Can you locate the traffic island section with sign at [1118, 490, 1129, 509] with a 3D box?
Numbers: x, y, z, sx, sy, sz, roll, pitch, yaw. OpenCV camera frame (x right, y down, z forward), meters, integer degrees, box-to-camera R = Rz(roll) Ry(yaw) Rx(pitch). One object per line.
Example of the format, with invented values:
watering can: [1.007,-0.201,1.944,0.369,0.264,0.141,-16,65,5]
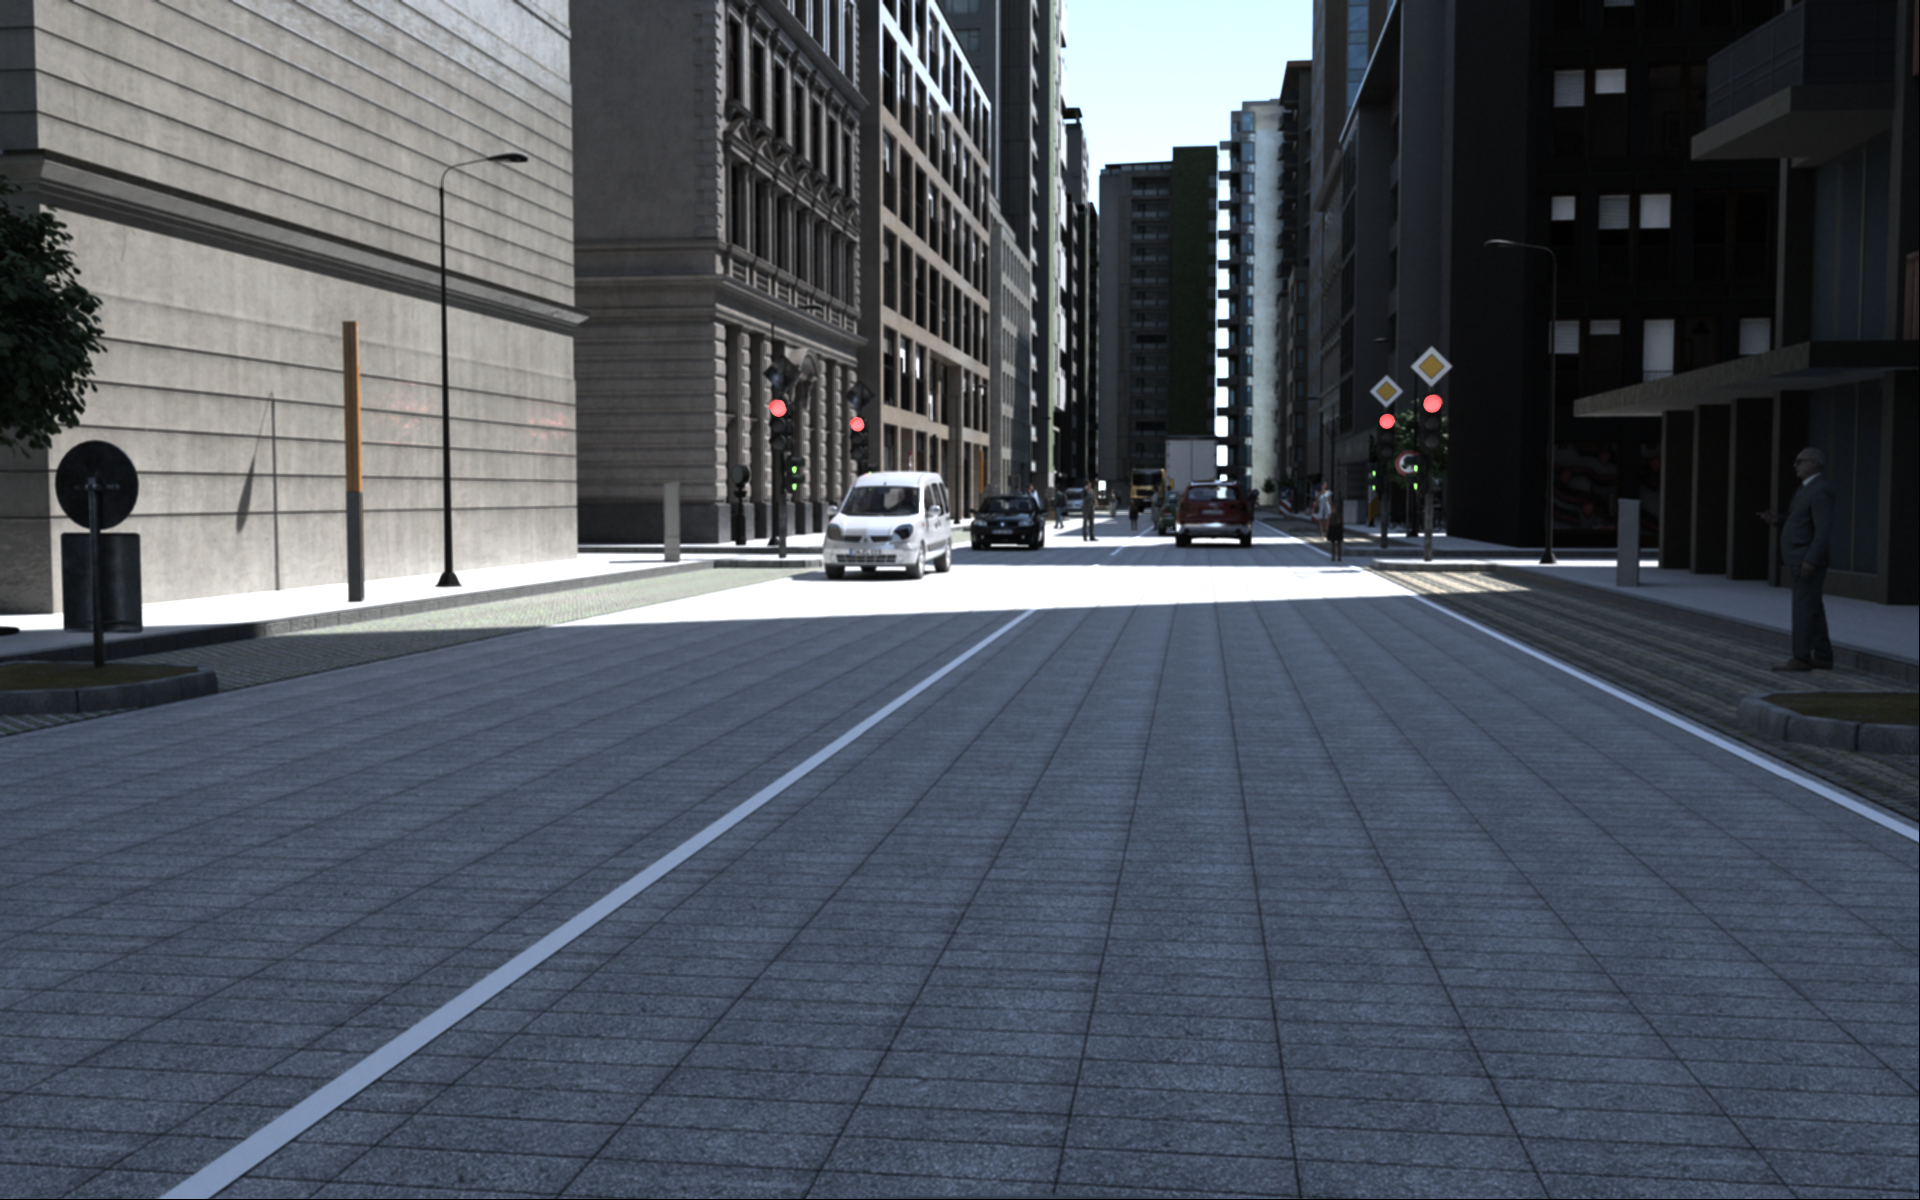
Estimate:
traffic island section with sign: [15.698,-9.954,171.375,1.989,1.847,2.006,0,4,8]

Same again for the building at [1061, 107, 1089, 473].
building: [6.676,-30.738,186.159,14.086,41.232,14.154,0,4,8]

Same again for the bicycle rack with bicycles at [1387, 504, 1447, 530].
bicycle rack with bicycles: [16.921,-3.058,63.373,2.925,0.926,2.852,-1,4,-18]

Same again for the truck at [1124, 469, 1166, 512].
truck: [14.778,-8.522,135.254,3.469,3.379,9.791,1,4,9]

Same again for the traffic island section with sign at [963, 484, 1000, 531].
traffic island section with sign: [1.223,-3.569,66.989,1.989,1.847,2.006,0,4,8]

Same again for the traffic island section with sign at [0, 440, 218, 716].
traffic island section with sign: [-6.388,-0.212,12.094,1.989,1.847,2.006,0,4,8]

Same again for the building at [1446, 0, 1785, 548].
building: [21.978,-13.201,45.517,15.834,23.373,12.332,0,4,8]

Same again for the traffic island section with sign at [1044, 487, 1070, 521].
traffic island section with sign: [4.933,-5.204,93.718,1.989,1.847,2.006,0,4,8]

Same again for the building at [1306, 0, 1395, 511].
building: [32.338,-28.927,123.065,14.600,45.320,14.200,0,4,8]

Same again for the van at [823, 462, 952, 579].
van: [-1.226,-1.439,30.539,2.013,2.044,4.112,1,4,9]

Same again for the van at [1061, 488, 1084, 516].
van: [7.613,-6.569,114.421,2.013,2.044,4.112,0,4,7]

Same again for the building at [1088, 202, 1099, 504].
building: [5.871,-32.203,218.392,23.993,40.220,32.217,0,4,8]

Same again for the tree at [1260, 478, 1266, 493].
tree: [30.006,-10.664,168.955,1.663,3.219,1.824,0,3,0]

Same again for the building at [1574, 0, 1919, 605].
building: [19.894,-22.034,14.888,22.147,44.769,28.867,0,4,8]

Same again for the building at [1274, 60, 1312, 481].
building: [42.996,-31.700,172.920,22.147,44.769,28.867,0,4,8]

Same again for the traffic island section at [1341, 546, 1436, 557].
traffic island section: [10.040,-1.140,40.927,2.009,0.180,2.903,0,4,8]

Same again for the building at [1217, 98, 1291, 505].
building: [46.319,-35.999,208.197,30.456,49.044,23.786,0,4,8]

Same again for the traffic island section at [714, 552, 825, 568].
traffic island section: [-3.578,-0.763,34.752,2.009,0.180,2.903,0,4,8]

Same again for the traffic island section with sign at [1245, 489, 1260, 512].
traffic island section with sign: [24.029,-8.143,141.760,1.989,1.847,2.006,0,4,8]

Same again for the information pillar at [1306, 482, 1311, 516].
information pillar: [20.846,-6.062,103.601,0.304,2.012,0.304,1,4,17]

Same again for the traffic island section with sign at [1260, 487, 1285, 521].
traffic island section with sign: [17.193,-5.121,92.357,1.989,1.847,2.006,0,4,8]

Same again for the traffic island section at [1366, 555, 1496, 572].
traffic island section: [8.943,-0.657,33.018,2.009,0.180,2.903,0,4,8]

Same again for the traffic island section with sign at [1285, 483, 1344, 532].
traffic island section with sign: [13.463,-3.482,65.554,1.989,1.847,2.006,0,4,8]

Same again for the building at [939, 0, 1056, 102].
building: [-0.718,-26.987,124.831,14.154,41.232,14.086,0,4,8]

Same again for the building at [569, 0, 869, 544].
building: [-9.694,-13.750,53.687,11.050,23.489,19.941,0,4,8]

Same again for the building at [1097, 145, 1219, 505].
building: [23.610,-32.001,206.803,14.086,41.232,14.154,0,4,8]

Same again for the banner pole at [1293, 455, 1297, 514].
banner pole: [21.512,-7.414,111.231,0.401,3.779,0.863,0,4,-7]

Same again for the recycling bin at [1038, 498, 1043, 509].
recycling bin: [5.114,-6.394,117.088,0.722,1.027,0.722,-2,4,-28]

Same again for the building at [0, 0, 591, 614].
building: [-29.830,-15.406,28.302,44.131,29.872,17.030,0,4,8]

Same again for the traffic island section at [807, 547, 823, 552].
traffic island section: [-2.481,-1.247,42.662,2.009,0.180,2.903,0,4,8]

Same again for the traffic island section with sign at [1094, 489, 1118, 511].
traffic island section with sign: [11.908,-8.281,144.018,1.989,1.847,2.006,0,4,8]

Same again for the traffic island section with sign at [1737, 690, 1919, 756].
traffic island section with sign: [5.789,-0.098,10.228,1.989,1.847,2.006,0,4,8]

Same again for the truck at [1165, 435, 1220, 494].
truck: [11.851,-6.073,88.211,2.839,4.237,11.283,1,4,8]

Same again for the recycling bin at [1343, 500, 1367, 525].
recycling bin: [16.721,-3.715,73.294,0.722,1.027,0.722,-3,5,-41]

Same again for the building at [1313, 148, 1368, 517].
building: [27.351,-16.821,103.903,11.050,23.489,19.941,0,4,8]

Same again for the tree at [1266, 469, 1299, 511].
tree: [24.701,-8.379,131.606,1.663,3.219,1.824,0,3,0]

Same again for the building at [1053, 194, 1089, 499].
building: [4.866,-24.151,166.574,14.160,30.474,14.107,0,4,8]

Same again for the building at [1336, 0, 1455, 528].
building: [25.468,-15.855,78.290,14.314,24.678,30.058,0,4,8]

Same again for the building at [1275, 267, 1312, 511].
building: [41.081,-18.326,144.673,27.650,21.520,28.899,0,4,8]

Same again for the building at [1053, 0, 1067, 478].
building: [-5.233,-34.056,146.052,28.713,52.752,27.495,0,4,8]

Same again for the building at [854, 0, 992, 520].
building: [-10.136,-16.971,81.988,19.350,26.468,34.151,0,4,8]

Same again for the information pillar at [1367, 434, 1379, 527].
information pillar: [16.164,-4.668,67.683,0.504,3.616,0.183,-2,4,-33]

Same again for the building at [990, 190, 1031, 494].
building: [-1.645,-15.421,106.887,10.420,20.320,16.860,0,4,8]
